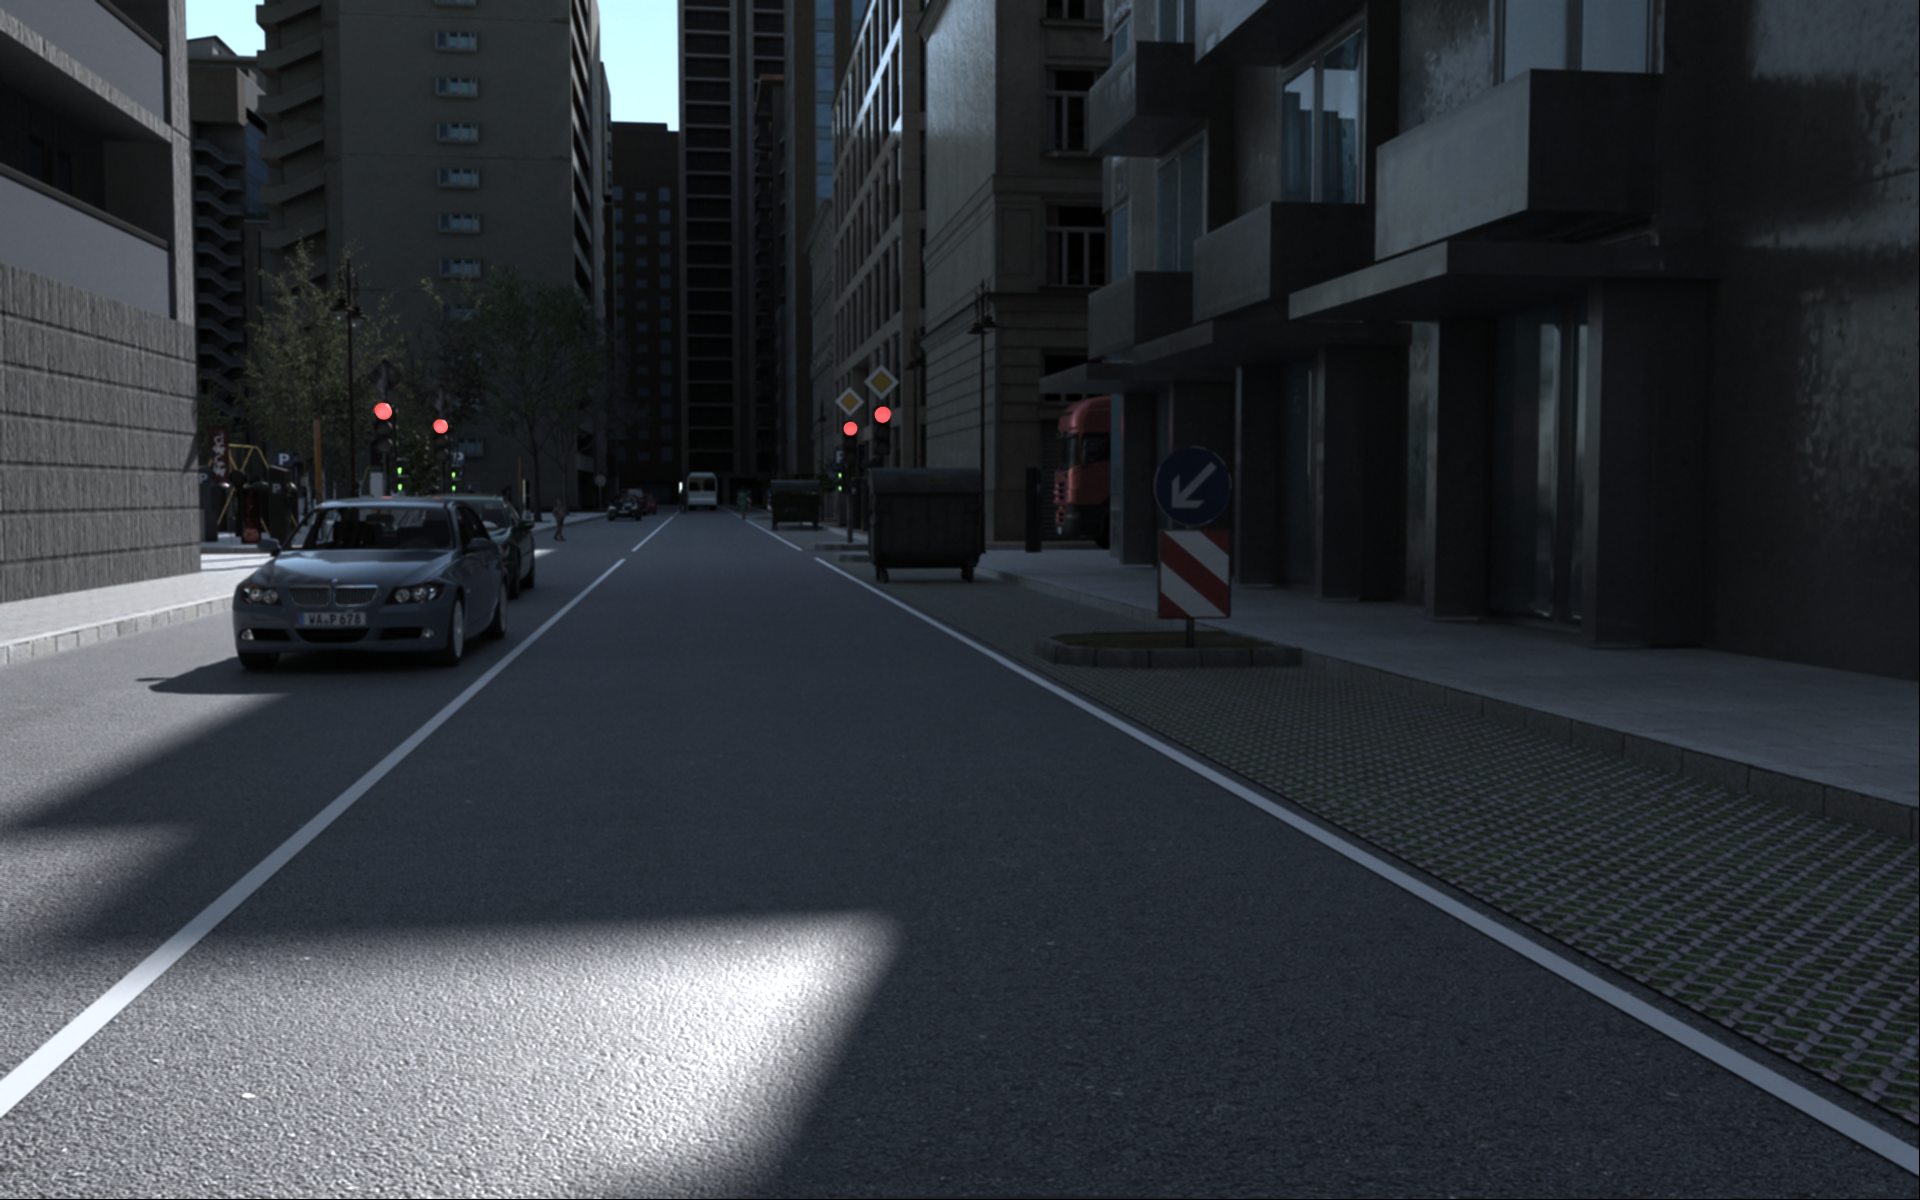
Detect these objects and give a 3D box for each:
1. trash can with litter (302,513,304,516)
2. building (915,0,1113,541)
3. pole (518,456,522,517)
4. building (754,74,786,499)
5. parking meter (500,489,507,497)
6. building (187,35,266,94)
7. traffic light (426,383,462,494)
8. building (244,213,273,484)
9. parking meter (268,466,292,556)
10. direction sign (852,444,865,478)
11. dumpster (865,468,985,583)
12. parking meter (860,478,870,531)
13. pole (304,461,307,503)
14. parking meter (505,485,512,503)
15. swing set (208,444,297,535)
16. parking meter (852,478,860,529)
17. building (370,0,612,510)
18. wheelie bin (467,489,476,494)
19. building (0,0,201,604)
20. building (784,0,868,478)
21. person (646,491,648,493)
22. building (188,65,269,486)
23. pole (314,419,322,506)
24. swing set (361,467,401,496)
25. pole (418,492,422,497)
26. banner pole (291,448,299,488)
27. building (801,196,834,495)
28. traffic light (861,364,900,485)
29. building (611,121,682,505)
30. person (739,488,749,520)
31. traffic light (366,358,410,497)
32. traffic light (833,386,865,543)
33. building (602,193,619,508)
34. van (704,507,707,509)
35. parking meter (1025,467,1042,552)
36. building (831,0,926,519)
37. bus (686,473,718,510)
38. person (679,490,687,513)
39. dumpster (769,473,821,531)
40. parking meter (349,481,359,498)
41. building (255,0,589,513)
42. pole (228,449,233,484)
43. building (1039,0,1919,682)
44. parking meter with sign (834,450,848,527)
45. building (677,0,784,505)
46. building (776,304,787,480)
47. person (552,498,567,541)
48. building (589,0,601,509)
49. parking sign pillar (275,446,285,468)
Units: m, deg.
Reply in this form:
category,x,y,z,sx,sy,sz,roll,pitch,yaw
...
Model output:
category,x,y,z,sx,sy,sz,roll,pitch,yaw
trash can with litter,-38.655,-5.666,103.693,2.233,1.210,1.678,-1,4,-11
building,13.917,-13.596,55.573,30.059,22.955,16.112,-1,4,-9
pole,-23.716,-6.089,93.403,0.158,3.312,0.155,0,3,0
building,-10.123,-32.202,181.119,22.147,44.769,28.867,-1,4,-9
parking meter,-23.820,-5.016,90.428,0.372,1.533,0.369,0,3,0
building,-77.279,-37.939,209.533,27.495,52.752,28.713,-1,4,-9
traffic light,-13.051,-3.356,43.794,0.839,4.253,0.868,-1,4,-9
building,-65.268,-24.997,180.407,14.107,30.474,14.160,-1,4,-9
parking meter,-14.034,-1.839,35.780,0.399,1.863,0.255,0,4,6
direction sign,-4.704,-5.315,78.894,0.876,3.537,0.379,-3,4,-36
dumpster,-0.588,-1.227,28.272,1.865,1.857,1.264,0,4,-8
parking meter,-3.133,-3.297,59.624,0.399,1.863,0.255,-3,5,-45
pole,-39.954,-6.844,105.744,0.158,3.312,0.155,0,3,0
parking meter,-29.665,-6.605,113.704,0.399,1.863,0.255,0,4,2
swing set,-23.035,-3.527,55.282,2.862,2.851,3.119,0,4,-2
parking meter,-3.824,-3.526,63.354,0.399,1.863,0.255,2,4,33
building,-47.143,-33.987,179.392,21.600,48.544,21.300,-1,4,-9
wheelie bin,-29.269,-5.848,103.524,0.693,1.594,0.980,-1,4,-19
building,-25.639,-29.244,20.147,28.212,58.520,21.231,-1,4,-9
building,-5.939,-29.402,130.825,14.600,45.320,14.200,-1,4,-9
person,-31.621,-10.177,175.583,0.721,1.739,1.217,1,4,11
building,-79.444,-32.304,178.277,14.200,45.320,14.600,-1,4,-9
pole,-17.509,-3.268,47.278,0.158,3.312,0.155,0,3,0
swing set,-32.818,-6.214,99.215,3.119,2.851,2.862,1,4,22
pole,-20.585,-4.415,66.022,0.158,3.312,0.155,0,3,0
banner pole,-35.644,-6.286,92.786,0.401,3.779,0.863,1,4,9
building,-3.696,-16.790,110.675,11.583,22.565,21.152,-1,4,-9
traffic light,-1.716,-2.967,37.438,0.839,4.253,0.868,-1,4,-9
building,-40.681,-34.111,207.820,14.200,45.320,14.600,-1,4,-9
person,-12.059,-5.369,96.530,0.600,1.795,0.529,0,4,0
traffic light,-11.860,-2.873,35.898,0.839,4.253,0.868,-1,4,-9
traffic light,-2.906,-3.450,45.334,0.839,4.253,0.868,-1,4,-9
building,-39.054,-23.718,159.488,14.160,30.474,14.107,-1,4,-9
van,-26.124,-10.152,172.999,2.013,2.044,4.112,-1,4,-8
parking meter,1.624,-1.988,38.213,0.255,1.863,0.399,2,4,25
building,4.760,-17.089,83.918,19.350,26.468,34.151,-1,4,-9
bus,-23.168,-9.839,155.721,2.948,3.499,13.247,-1,4,-8
person,-20.383,-7.264,127.712,0.568,1.767,0.683,3,4,38
dumpster,-6.440,-3.828,67.536,1.985,2.255,1.502,-1,4,-10
parking meter,-28.070,-4.560,80.270,0.399,1.863,0.255,-2,4,-31
building,-38.391,-30.737,126.248,21.300,48.544,21.600,-1,4,-9
pole,-33.135,-5.194,78.763,0.158,3.312,0.155,0,3,0
building,14.364,-24.635,22.392,23.786,49.044,30.456,-1,4,-9
parking meter with sign,-4.615,-4.396,68.137,0.543,3.016,1.738,0,4,-8
building,-23.862,-47.337,212.219,20.611,71.187,20.563,-1,4,-9
building,-1.790,-18.892,153.926,27.650,21.520,28.899,-1,4,-9
person,-12.203,-2.451,52.852,0.640,1.303,0.475,3,4,36
building,-37.272,-30.254,144.768,14.600,45.320,14.200,-1,4,-9
parking sign pillar,-38.169,-6.650,97.198,1.447,3.967,1.447,-1,4,-12
